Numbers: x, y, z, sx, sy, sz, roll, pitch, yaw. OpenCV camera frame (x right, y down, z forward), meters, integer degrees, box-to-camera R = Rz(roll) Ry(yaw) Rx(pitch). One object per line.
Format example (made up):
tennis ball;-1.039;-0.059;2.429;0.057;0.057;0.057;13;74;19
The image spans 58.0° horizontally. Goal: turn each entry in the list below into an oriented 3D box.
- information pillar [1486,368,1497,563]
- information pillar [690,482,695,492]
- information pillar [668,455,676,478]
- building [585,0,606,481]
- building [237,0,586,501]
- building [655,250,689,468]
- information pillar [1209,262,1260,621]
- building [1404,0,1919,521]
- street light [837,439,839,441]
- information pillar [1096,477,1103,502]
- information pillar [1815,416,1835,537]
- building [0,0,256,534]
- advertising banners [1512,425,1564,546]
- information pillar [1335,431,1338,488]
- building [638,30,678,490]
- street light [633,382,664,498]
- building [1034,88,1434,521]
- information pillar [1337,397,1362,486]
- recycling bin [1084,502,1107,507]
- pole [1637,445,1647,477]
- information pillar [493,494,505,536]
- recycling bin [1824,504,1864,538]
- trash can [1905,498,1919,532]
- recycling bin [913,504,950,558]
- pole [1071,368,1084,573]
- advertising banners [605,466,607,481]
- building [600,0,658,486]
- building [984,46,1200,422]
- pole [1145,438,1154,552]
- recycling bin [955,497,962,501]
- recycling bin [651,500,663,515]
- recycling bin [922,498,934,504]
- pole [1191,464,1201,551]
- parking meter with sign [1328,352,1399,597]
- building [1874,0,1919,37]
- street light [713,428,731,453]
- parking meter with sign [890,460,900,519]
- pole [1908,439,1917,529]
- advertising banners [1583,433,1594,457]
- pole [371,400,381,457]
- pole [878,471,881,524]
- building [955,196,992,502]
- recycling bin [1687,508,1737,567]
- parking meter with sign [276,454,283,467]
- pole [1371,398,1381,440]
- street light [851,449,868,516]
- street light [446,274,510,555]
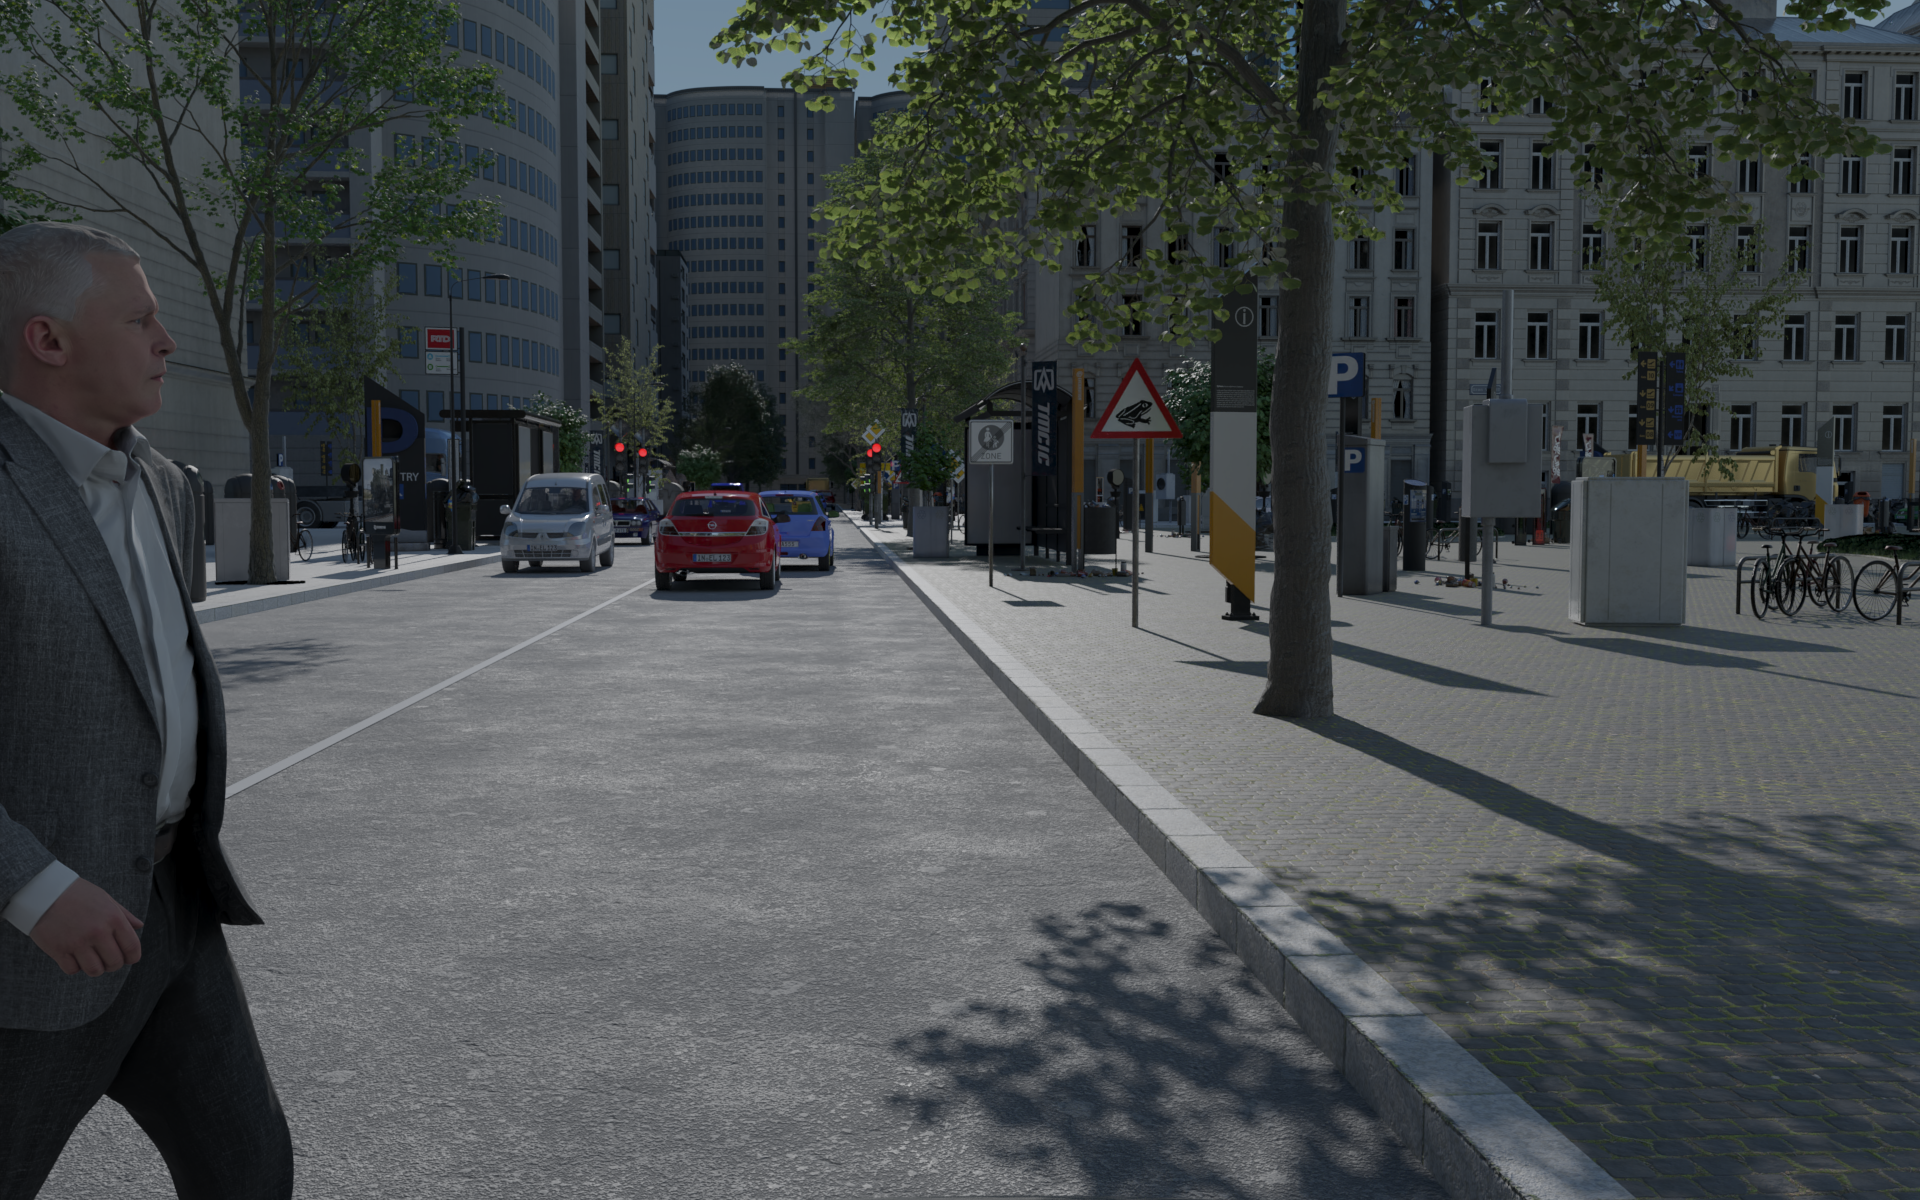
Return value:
information pillar;9.789;-2.484;31.972;0.183;3.616;0.504;2;4;28
information pillar;-16.052;-6.066;103.674;0.304;2.012;0.304;-2;4;-34
information pillar;-17.344;-6.912;104.365;0.183;3.616;0.504;3;5;45
building;-39.056;-30.995;130.478;21.300;48.544;21.600;0;4;-4
building;-32.496;-33.643;92.067;21.231;58.520;28.212;0;4;-4
building;-39.372;-26.518;205.270;14.107;30.474;14.160;0;4;-4
information pillar;2.783;-1.602;17.545;0.504;3.616;0.183;-1;4;-15
building;34.634;-17.777;87.910;25.104;27.353;12.463;0;4;-4
street light;-9.689;-10.672;147.020;1.470;5.913;1.316;0;4;-4
information pillar;6.115;-4.362;75.809;0.304;2.012;0.304;0;4;2
information pillar;26.069;-3.720;52.174;0.183;3.616;0.504;-3;5;-41
building;-42.772;-16.330;43.414;44.131;29.872;17.030;0;4;-4
advertising banners;14.579;-2.901;43.620;2.074;3.025;0.090;-3;4;-37
information pillar;14.008;-4.459;64.257;0.183;3.616;0.504;0;4;-2
building;-40.536;-45.460;181.528;20.563;71.187;20.611;0;4;-4
street light;-13.003;-6.093;72.166;1.470;5.913;1.316;0;4;-4
building;13.009;-14.449;85.385;18.267;20.994;9.793;0;4;-4
information pillar;6.972;-2.410;30.757;0.183;3.616;0.504;-1;4;-20
recycling bin;4.104;-2.486;53.193;0.722;1.027;0.722;1;4;13
pole;16.385;-2.923;41.642;0.158;3.312;0.155;0;3;0
information pillar;-13.658;-2.865;51.337;0.304;2.012;0.304;0;4;-4
recycling bin;21.383;-1.795;41.908;0.722;1.027;0.722;3;4;39
trash can;32.048;-2.834;57.987;0.748;1.137;0.748;0;3;0
recycling bin;-0.574;-1.378;35.078;0.722;1.027;0.722;0;4;2
pole;1.920;-2.103;28.224;0.158;3.312;0.155;0;3;0
advertising banners;-22.095;-6.817;107.642;0.090;3.025;2.074;-1;4;-20
building;-42.217;-34.767;157.682;28.713;52.752;27.495;0;4;-4
building;9.187;-19.804;111.185;14.401;28.519;23.554;0;4;-4
pole;4.162;-2.704;38.046;0.158;3.312;0.155;0;3;0
recycling bin;-0.322;-7.138;129.265;0.722;1.027;0.722;-3;5;-41
recycling bin;-13.638;-3.968;77.423;0.722;1.027;0.722;-1;4;-9
recycling bin;-2.339;-6.767;123.187;0.722;1.027;0.722;2;4;31
pole;5.277;-2.744;38.707;0.158;3.312;0.155;0;3;0
parking meter with sign;5.165;-1.586;22.186;0.543;3.016;1.738;2;4;31
building;57.135;-18.609;90.169;20.117;28.700;13.634;0;4;-4
street light;-16.708;-9.092;121.201;1.470;5.913;1.316;0;4;-4
parking meter with sign;-3.295;-5.627;88.264;0.543;3.016;1.738;0;4;-1
pole;35.118;-4.284;63.891;0.158;3.312;0.155;0;3;0
advertising banners;18.762;-3.325;50.549;2.074;3.025;0.090;-3;4;-36
pole;-12.683;-2.682;37.699;0.158;3.312;0.155;0;3;0
pole;-3.476;-4.926;74.387;0.158;3.312;0.155;0;3;0
building;6.196;-20.698;135.670;12.463;27.353;25.104;0;4;-4
recycling bin;13.358;-1.127;30.973;0.722;1.027;0.722;-2;4;-26
parking meter with sign;-30.103;-4.794;74.647;1.738;3.016;0.543;0;4;0
pole;8.818;-2.626;36.776;0.158;3.312;0.155;0;3;0
street light;-5.888;-7.712;98.626;1.470;5.913;1.316;0;4;-4
street light;-10.193;-3.923;36.676;1.470;5.913;1.316;0;4;-4
